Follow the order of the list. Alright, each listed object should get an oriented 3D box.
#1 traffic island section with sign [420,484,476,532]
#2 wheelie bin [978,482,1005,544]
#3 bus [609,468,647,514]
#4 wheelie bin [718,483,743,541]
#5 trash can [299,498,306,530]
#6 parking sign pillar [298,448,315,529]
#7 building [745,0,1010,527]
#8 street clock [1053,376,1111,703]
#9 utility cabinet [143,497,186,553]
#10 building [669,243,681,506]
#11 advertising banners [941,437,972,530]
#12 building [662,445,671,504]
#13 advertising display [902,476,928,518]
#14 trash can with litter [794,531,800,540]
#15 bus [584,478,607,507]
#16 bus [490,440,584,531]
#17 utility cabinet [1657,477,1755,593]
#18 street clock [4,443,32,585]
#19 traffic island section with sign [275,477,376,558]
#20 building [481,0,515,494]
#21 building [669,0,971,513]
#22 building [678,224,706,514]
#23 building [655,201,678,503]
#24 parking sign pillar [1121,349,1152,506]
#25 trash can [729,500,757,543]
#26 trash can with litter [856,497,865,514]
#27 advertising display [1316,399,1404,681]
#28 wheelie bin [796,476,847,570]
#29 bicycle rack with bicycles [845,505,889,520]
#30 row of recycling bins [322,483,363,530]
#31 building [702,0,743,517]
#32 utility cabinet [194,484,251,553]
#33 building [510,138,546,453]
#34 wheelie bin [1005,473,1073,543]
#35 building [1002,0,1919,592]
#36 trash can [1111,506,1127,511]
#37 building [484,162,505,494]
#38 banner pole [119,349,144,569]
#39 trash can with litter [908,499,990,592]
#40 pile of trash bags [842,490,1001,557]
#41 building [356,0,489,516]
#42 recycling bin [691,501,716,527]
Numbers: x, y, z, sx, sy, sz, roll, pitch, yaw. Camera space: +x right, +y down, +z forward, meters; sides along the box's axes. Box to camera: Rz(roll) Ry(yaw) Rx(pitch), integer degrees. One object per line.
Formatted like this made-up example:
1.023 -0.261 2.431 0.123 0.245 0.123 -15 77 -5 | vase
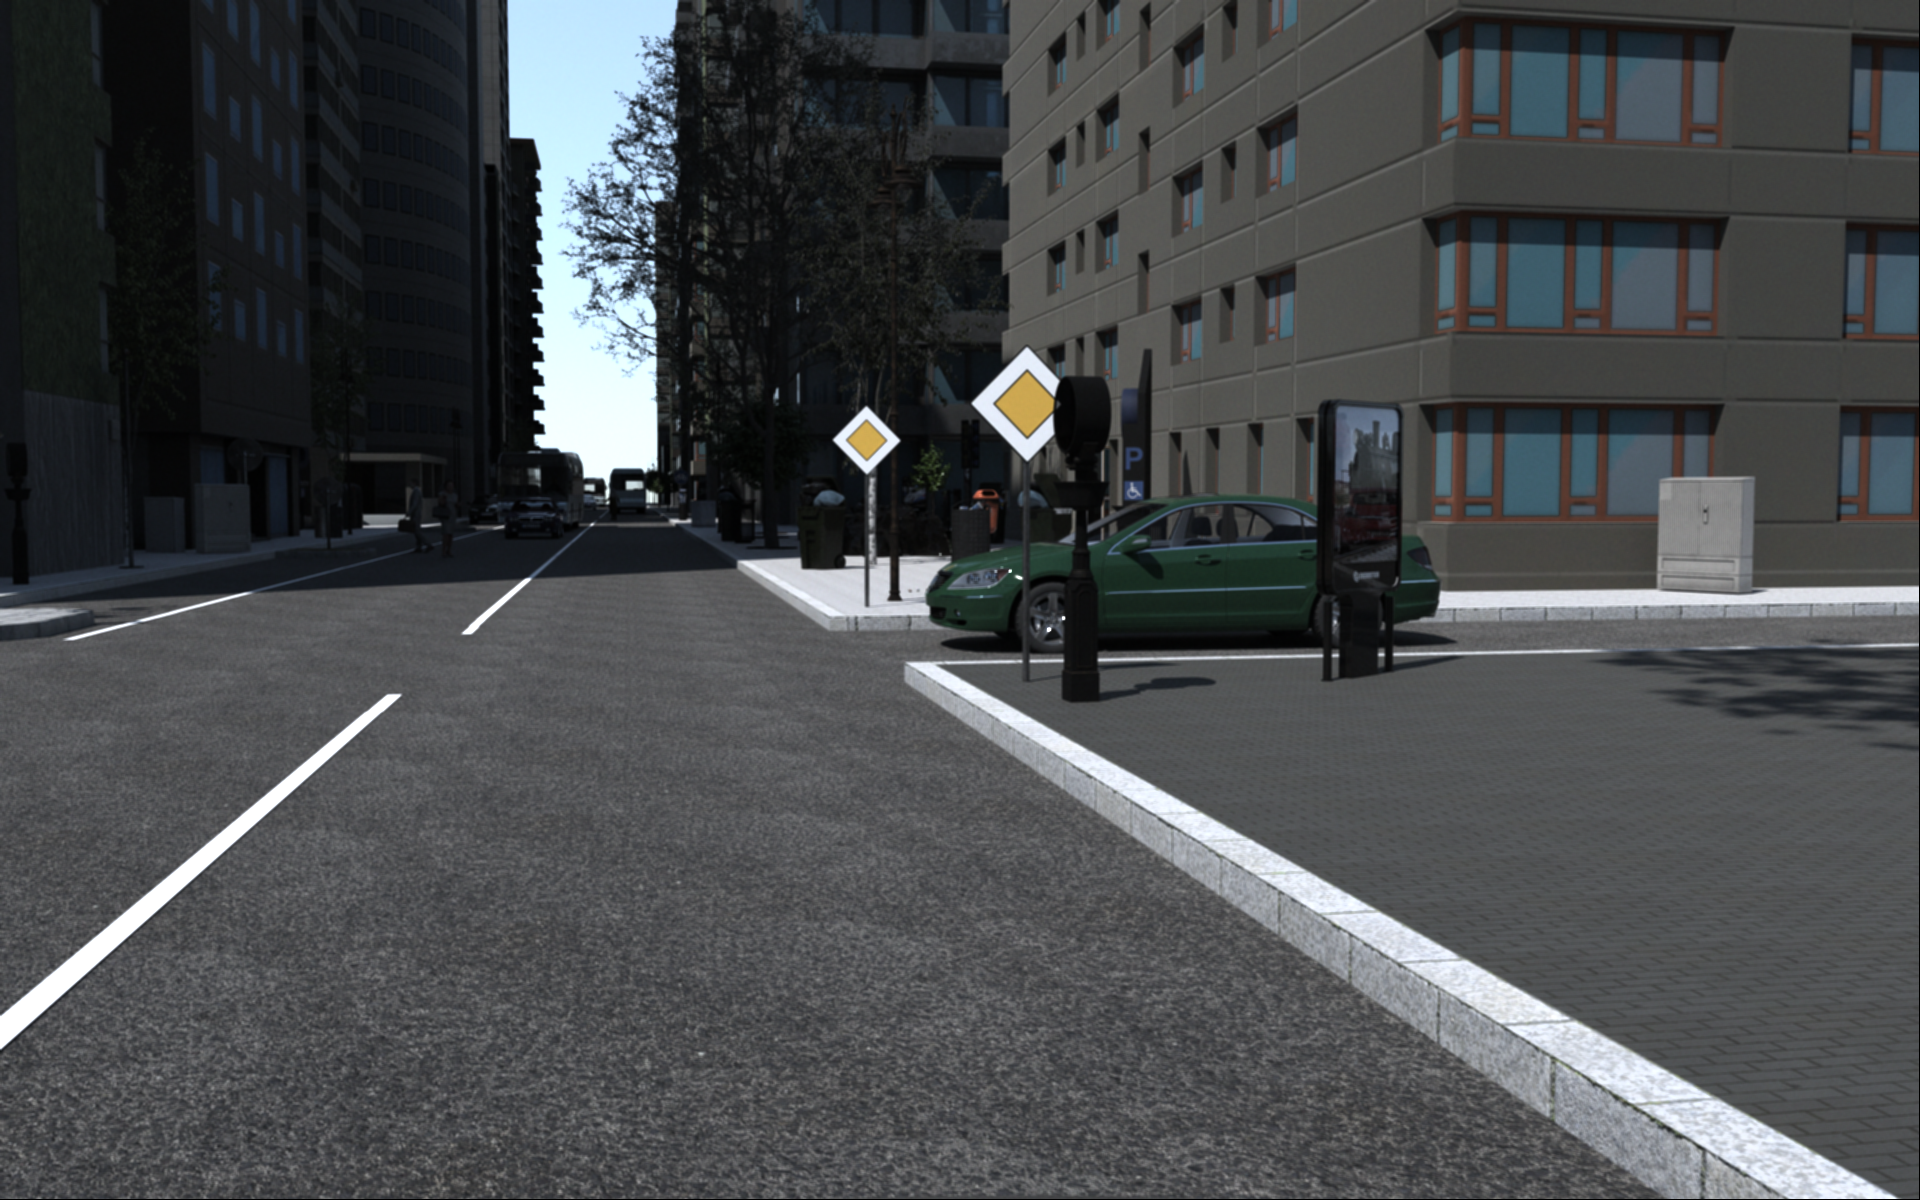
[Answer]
-19.602 -3.526 66.273 1.989 1.847 2.006 -1 4 -11 | traffic island section with sign
0.786 -2.264 44.927 0.980 1.594 0.693 2 4 30 | wheelie bin
-24.932 -8.272 130.108 2.948 3.499 13.247 -1 4 -11 | bus
-6.256 -2.405 47.223 0.693 1.594 0.980 -1 4 -9 | wheelie bin
-23.744 -3.069 61.833 0.748 1.137 0.748 0 3 0 | trash can
-24.281 -4.585 63.432 1.447 3.967 1.447 0 4 5 | parking sign pillar
0.744 -28.177 80.300 23.786 49.044 30.456 -1 4 -11 | building
0.749 -0.375 10.703 0.358 2.002 0.471 -1 4 -14 | street clock
-17.422 -1.639 37.953 1.020 1.237 0.306 2 4 30 | utility cabinet
-26.491 -26.242 200.752 14.160 30.474 14.107 -1 4 -11 | building
-0.100 -3.563 54.446 0.090 3.025 2.074 -2 4 -27 | advertising banners
-26.973 -55.609 221.871 22.319 86.520 31.000 -1 4 -11 | building
-1.658 -3.564 63.481 0.974 1.923 0.123 1 4 22 | advertising display
-4.071 -2.239 47.987 1.055 1.170 0.624 0 4 -3 | trash can with litter
-40.169 -11.926 189.849 2.948 3.499 13.247 -1 4 -11 | bus
-16.768 -4.576 69.684 2.948 3.499 13.247 -1 4 -9 | bus
9.702 -0.850 22.572 0.318 1.500 1.173 -2 4 -34 | utility cabinet
-13.358 -1.224 24.577 0.358 2.002 0.471 -2 4 -33 | street clock
-14.530 -1.906 39.797 1.989 1.847 2.006 -1 4 -11 | traffic island section with sign
-55.781 -45.485 181.926 20.563 71.187 20.611 -1 4 -11 | building
-13.857 -32.673 153.810 23.786 49.044 30.456 -1 4 -11 | building
-6.014 -17.160 125.599 27.650 21.520 28.899 -1 4 -11 | building
-35.784 -34.305 244.478 14.154 41.232 14.086 -1 4 -11 | building
3.237 -2.642 31.663 1.447 3.967 1.447 1 4 11 | parking sign pillar
-5.669 -2.057 45.283 0.748 1.137 0.748 0 3 0 | trash can
-3.274 -3.189 63.534 0.624 1.170 1.055 2 4 35 | trash can with litter
2.808 -0.424 12.146 0.123 1.923 0.974 3 5 43 | advertising display
-2.360 -1.326 29.587 0.980 1.594 0.693 3 4 36 | wheelie bin
-3.152 -2.659 56.862 2.925 0.926 2.852 3 5 43 | bicycle rack with bicycles
-22.656 -3.446 63.451 1.069 1.692 3.534 -1 4 -8 | row of recycling bins
-8.222 -25.635 102.733 14.154 41.232 14.086 -1 4 -11 | building
-15.984 -1.768 37.580 0.318 1.500 1.173 2 4 30 | utility cabinet
-61.360 -33.773 206.807 22.147 44.769 28.867 -1 4 -11 | building
1.288 -1.130 26.383 0.693 1.594 0.980 2 4 35 | wheelie bin
17.998 -11.825 38.386 28.899 21.520 27.650 -1 4 -11 | building
2.208 -0.574 21.036 0.748 1.137 0.748 0 3 0 | trash can
-45.807 -22.784 144.225 14.160 30.474 14.107 -1 4 -11 | building
-14.441 -2.452 30.107 0.401 3.779 0.863 -1 4 -22 | banner pole
0.514 -0.732 23.021 2.233 1.210 1.678 1 4 9 | trash can with litter
-0.765 -1.628 36.363 3.447 1.369 1.912 -1 4 -22 | pile of trash bags
-40.110 -34.251 102.007 21.231 58.520 28.212 -1 4 -11 | building
-9.983 -3.356 67.429 0.722 1.027 0.722 -3 4 -39 | recycling bin
